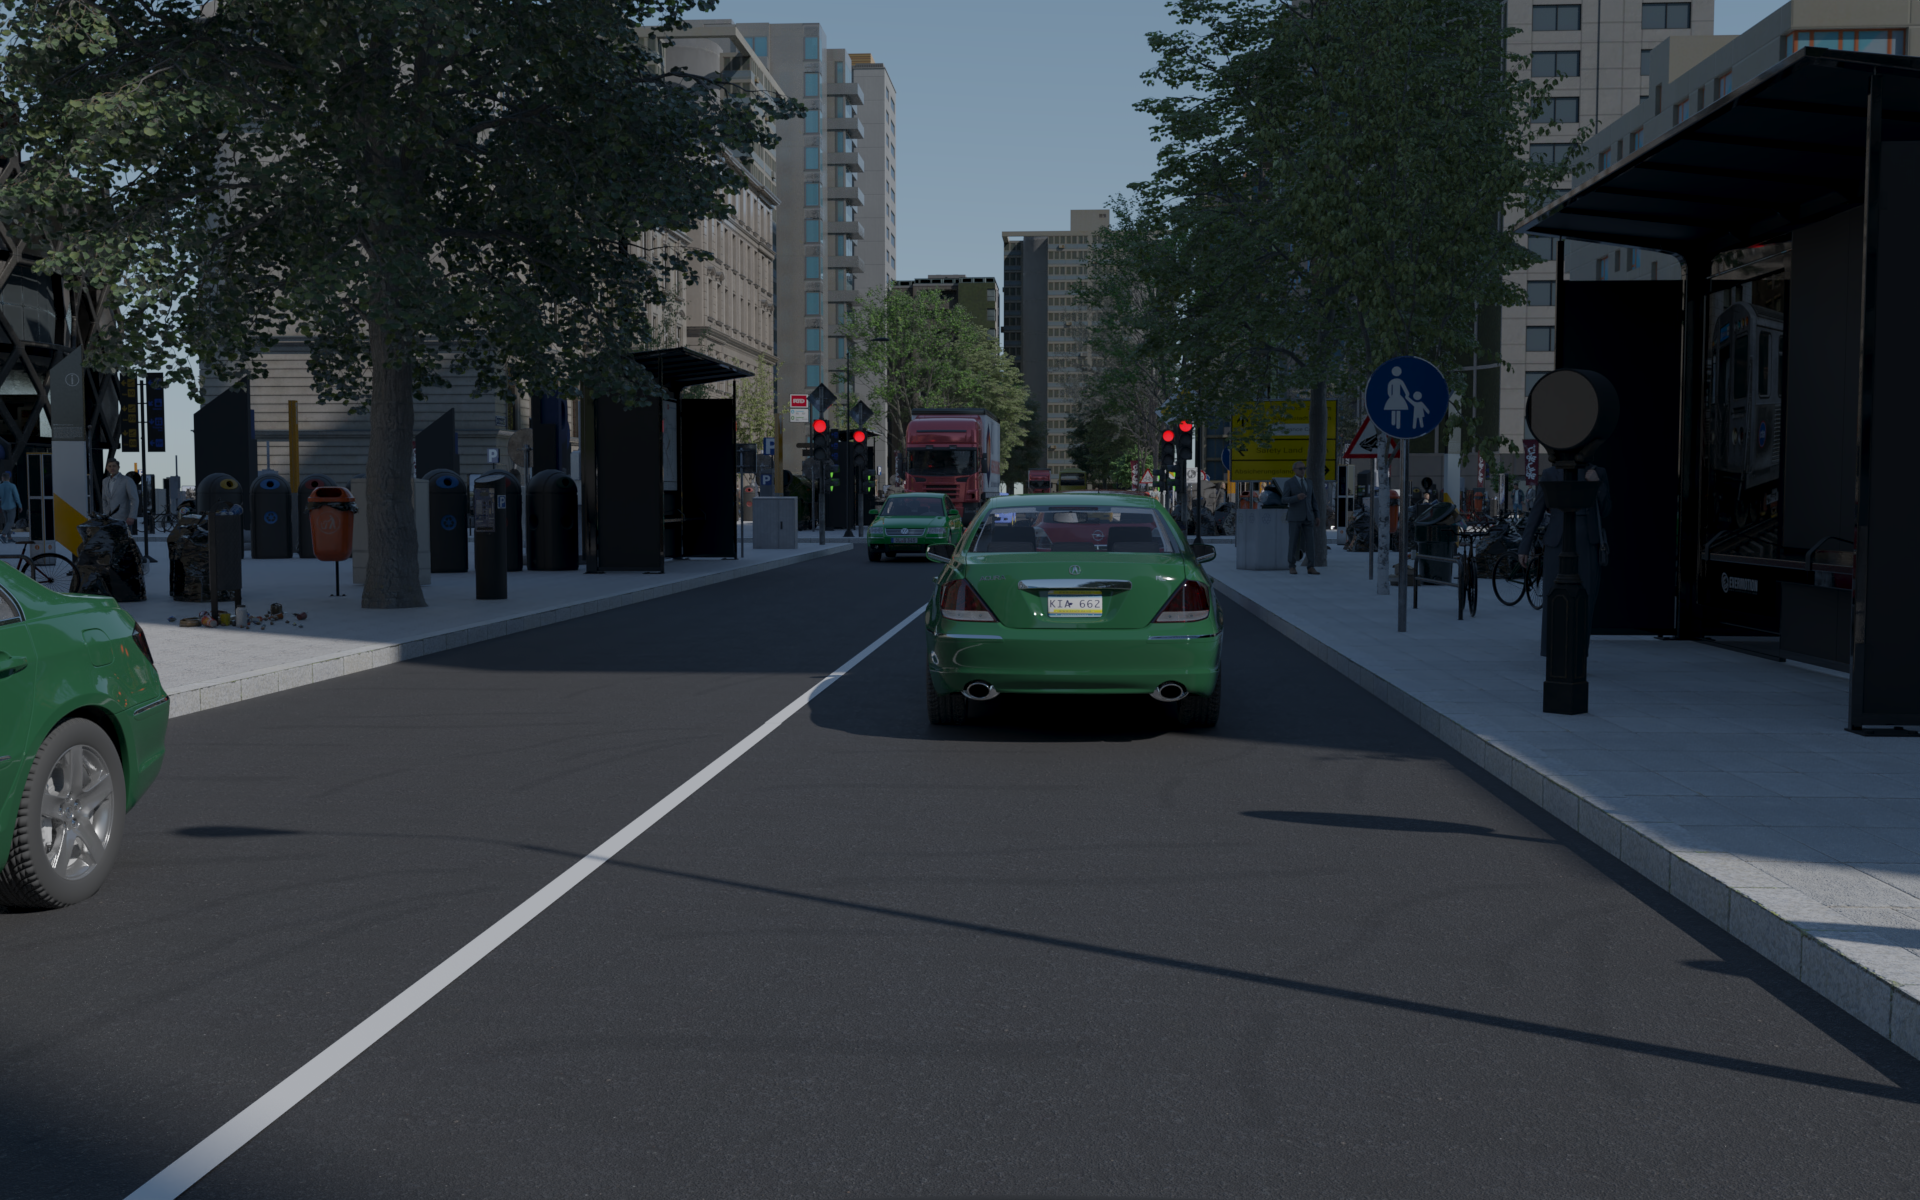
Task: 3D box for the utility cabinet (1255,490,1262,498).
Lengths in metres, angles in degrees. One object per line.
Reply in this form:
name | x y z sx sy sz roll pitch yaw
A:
utility cabinet | 19.790 -6.593 116.474 0.318 1.500 1.173 -3 4 -37

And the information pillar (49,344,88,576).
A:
information pillar | -13.953 -2.190 27.165 0.504 3.616 0.183 -1 4 -12

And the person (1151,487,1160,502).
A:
person | 8.525 -4.205 75.792 0.512 1.701 0.522 -1 4 -20

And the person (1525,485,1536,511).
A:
person | 26.275 -4.501 79.916 0.520 1.790 0.573 2 4 35

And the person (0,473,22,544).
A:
person | -24.856 -2.397 45.102 0.638 1.841 0.748 1 4 15

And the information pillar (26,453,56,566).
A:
information pillar | -16.358 -1.612 30.845 0.304 2.012 0.304 1 4 9

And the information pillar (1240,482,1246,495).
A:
information pillar | 16.487 -5.897 100.913 0.304 2.012 0.304 1 4 11

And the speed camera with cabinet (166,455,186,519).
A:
speed camera with cabinet | -40.156 -5.771 88.687 0.660 3.252 2.038 -1 4 -14

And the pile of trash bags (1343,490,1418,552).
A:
pile of trash bags | 9.503 -1.754 38.437 1.912 1.369 3.447 1 4 11

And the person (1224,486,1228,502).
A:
person | 20.068 -7.654 130.811 0.705 1.869 1.348 -2 4 -33

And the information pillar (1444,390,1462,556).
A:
information pillar | 10.171 -2.716 35.759 0.504 3.616 0.183 -3 5 -42

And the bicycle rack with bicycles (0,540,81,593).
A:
bicycle rack with bicycles | -10.953 -0.290 18.117 2.925 0.926 2.852 -1 4 -21

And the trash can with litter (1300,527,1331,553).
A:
trash can with litter | 7.553 -1.621 37.886 1.055 1.170 0.624 -2 4 -25

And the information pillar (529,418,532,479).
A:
information pillar | -12.954 -3.770 52.999 0.504 3.616 0.183 1 4 20

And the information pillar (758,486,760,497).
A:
information pillar | -8.279 -4.159 72.490 0.304 2.012 0.304 -1 4 -10

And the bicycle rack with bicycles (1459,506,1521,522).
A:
bicycle rack with bicycles | 12.765 -1.717 41.462 2.925 0.926 2.852 0 4 8

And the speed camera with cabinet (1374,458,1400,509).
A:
speed camera with cabinet | 16.530 -4.448 67.062 0.660 3.252 2.038 -1 4 -12

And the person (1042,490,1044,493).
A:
person | 7.352 -8.818 152.634 0.705 1.831 1.348 1 4 19

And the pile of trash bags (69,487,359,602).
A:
pile of trash bags | -9.173 -0.705 21.279 3.447 1.369 1.912 -1 4 -9

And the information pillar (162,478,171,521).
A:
information pillar | -36.905 -4.654 80.581 0.304 2.012 0.304 -2 4 -29

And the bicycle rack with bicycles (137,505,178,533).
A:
bicycle rack with bicycles | -26.292 -2.756 58.447 2.925 0.926 2.852 -2 4 -34

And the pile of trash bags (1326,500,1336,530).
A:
pile of trash bags | 13.325 -3.246 62.823 3.447 1.369 1.912 1 4 8

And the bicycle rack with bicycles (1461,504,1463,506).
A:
bicycle rack with bicycles | 17.326 -3.030 62.929 2.852 0.926 2.925 -3 5 -42

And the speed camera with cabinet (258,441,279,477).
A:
speed camera with cabinet | -26.439 -4.282 64.339 2.038 3.252 0.660 -1 4 -9

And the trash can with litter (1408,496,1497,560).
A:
trash can with litter | 9.636 -1.403 33.996 2.233 1.210 1.678 0 4 1

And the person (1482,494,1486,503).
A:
person | 25.841 -4.623 85.913 0.425 1.301 0.394 -3 4 -39

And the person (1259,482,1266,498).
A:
person | 11.810 -3.656 66.490 0.598 1.740 0.731 1 4 17

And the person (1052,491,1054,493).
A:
person | 8.349 -8.836 153.909 0.756 1.711 0.436 0 4 0

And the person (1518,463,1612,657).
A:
person | 4.261 -0.348 12.158 0.576 1.772 0.534 -1 4 -12

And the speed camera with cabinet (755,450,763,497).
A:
speed camera with cabinet | -8.208 -5.103 77.768 2.038 3.252 0.660 2 4 29

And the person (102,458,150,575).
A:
person | -13.067 -1.292 27.016 0.661 1.843 0.795 1 4 16

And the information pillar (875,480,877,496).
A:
information pillar | -4.460 -5.218 89.803 0.304 2.012 0.304 1 4 10

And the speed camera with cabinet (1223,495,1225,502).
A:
speed camera with cabinet | 17.348 -7.686 120.000 2.038 3.252 0.660 2 4 33

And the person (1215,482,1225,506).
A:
person | 11.209 -4.275 76.152 1.509 1.804 0.699 -2 4 -29

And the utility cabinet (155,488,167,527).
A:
utility cabinet | -30.868 -3.562 66.918 0.318 1.500 1.173 -2 4 -30

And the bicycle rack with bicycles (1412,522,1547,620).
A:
bicycle rack with bicycles | 6.111 -0.322 18.641 2.852 0.926 2.925 0 4 1

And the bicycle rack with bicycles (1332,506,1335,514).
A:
bicycle rack with bicycles | 17.272 -3.692 73.743 2.852 0.926 2.925 -1 4 -16

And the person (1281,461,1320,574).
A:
person | 5.474 -1.310 27.633 0.661 1.801 0.590 -1 4 -20

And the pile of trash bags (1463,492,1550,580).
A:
pile of trash bags | 9.587 -1.046 26.861 3.447 1.369 1.912 -3 4 -36

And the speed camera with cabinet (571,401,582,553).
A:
speed camera with cabinet | -7.460 -2.571 36.369 0.660 3.252 2.038 -3 5 -39

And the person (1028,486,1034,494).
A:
person | 2.503 -3.195 61.492 0.466 1.731 0.760 -1 4 -20

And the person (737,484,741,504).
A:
person | -12.559 -5.627 98.006 0.622 1.834 0.822 -1 4 -18

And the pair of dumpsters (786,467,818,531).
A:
pair of dumpsters | -5.908 -3.619 61.659 1.574 2.255 4.437 0 4 4

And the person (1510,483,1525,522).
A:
person | 24.640 -4.291 76.546 0.623 1.781 0.721 1 4 23

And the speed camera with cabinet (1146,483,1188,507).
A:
speed camera with cabinet | 10.475 -5.706 87.622 2.038 3.252 0.660 -1 4 -8

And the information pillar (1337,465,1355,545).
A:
information pillar | 9.646 -2.375 43.318 0.304 2.012 0.304 -3 5 -41

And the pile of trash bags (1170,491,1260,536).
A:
pile of trash bags | 7.907 -2.654 53.143 1.912 1.369 3.447 -2 4 -34

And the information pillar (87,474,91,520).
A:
information pillar | -32.565 -3.666 64.437 0.304 2.012 0.304 0 4 -5

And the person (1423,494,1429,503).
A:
person | 17.595 -3.369 65.393 0.640 1.303 0.475 0 4 -7

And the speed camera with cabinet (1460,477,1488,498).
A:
speed camera with cabinet | 27.725 -6.126 94.496 2.038 3.252 0.660 -1 4 -11

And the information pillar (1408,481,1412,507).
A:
information pillar | 24.418 -5.491 94.271 0.304 2.012 0.304 2 4 34
